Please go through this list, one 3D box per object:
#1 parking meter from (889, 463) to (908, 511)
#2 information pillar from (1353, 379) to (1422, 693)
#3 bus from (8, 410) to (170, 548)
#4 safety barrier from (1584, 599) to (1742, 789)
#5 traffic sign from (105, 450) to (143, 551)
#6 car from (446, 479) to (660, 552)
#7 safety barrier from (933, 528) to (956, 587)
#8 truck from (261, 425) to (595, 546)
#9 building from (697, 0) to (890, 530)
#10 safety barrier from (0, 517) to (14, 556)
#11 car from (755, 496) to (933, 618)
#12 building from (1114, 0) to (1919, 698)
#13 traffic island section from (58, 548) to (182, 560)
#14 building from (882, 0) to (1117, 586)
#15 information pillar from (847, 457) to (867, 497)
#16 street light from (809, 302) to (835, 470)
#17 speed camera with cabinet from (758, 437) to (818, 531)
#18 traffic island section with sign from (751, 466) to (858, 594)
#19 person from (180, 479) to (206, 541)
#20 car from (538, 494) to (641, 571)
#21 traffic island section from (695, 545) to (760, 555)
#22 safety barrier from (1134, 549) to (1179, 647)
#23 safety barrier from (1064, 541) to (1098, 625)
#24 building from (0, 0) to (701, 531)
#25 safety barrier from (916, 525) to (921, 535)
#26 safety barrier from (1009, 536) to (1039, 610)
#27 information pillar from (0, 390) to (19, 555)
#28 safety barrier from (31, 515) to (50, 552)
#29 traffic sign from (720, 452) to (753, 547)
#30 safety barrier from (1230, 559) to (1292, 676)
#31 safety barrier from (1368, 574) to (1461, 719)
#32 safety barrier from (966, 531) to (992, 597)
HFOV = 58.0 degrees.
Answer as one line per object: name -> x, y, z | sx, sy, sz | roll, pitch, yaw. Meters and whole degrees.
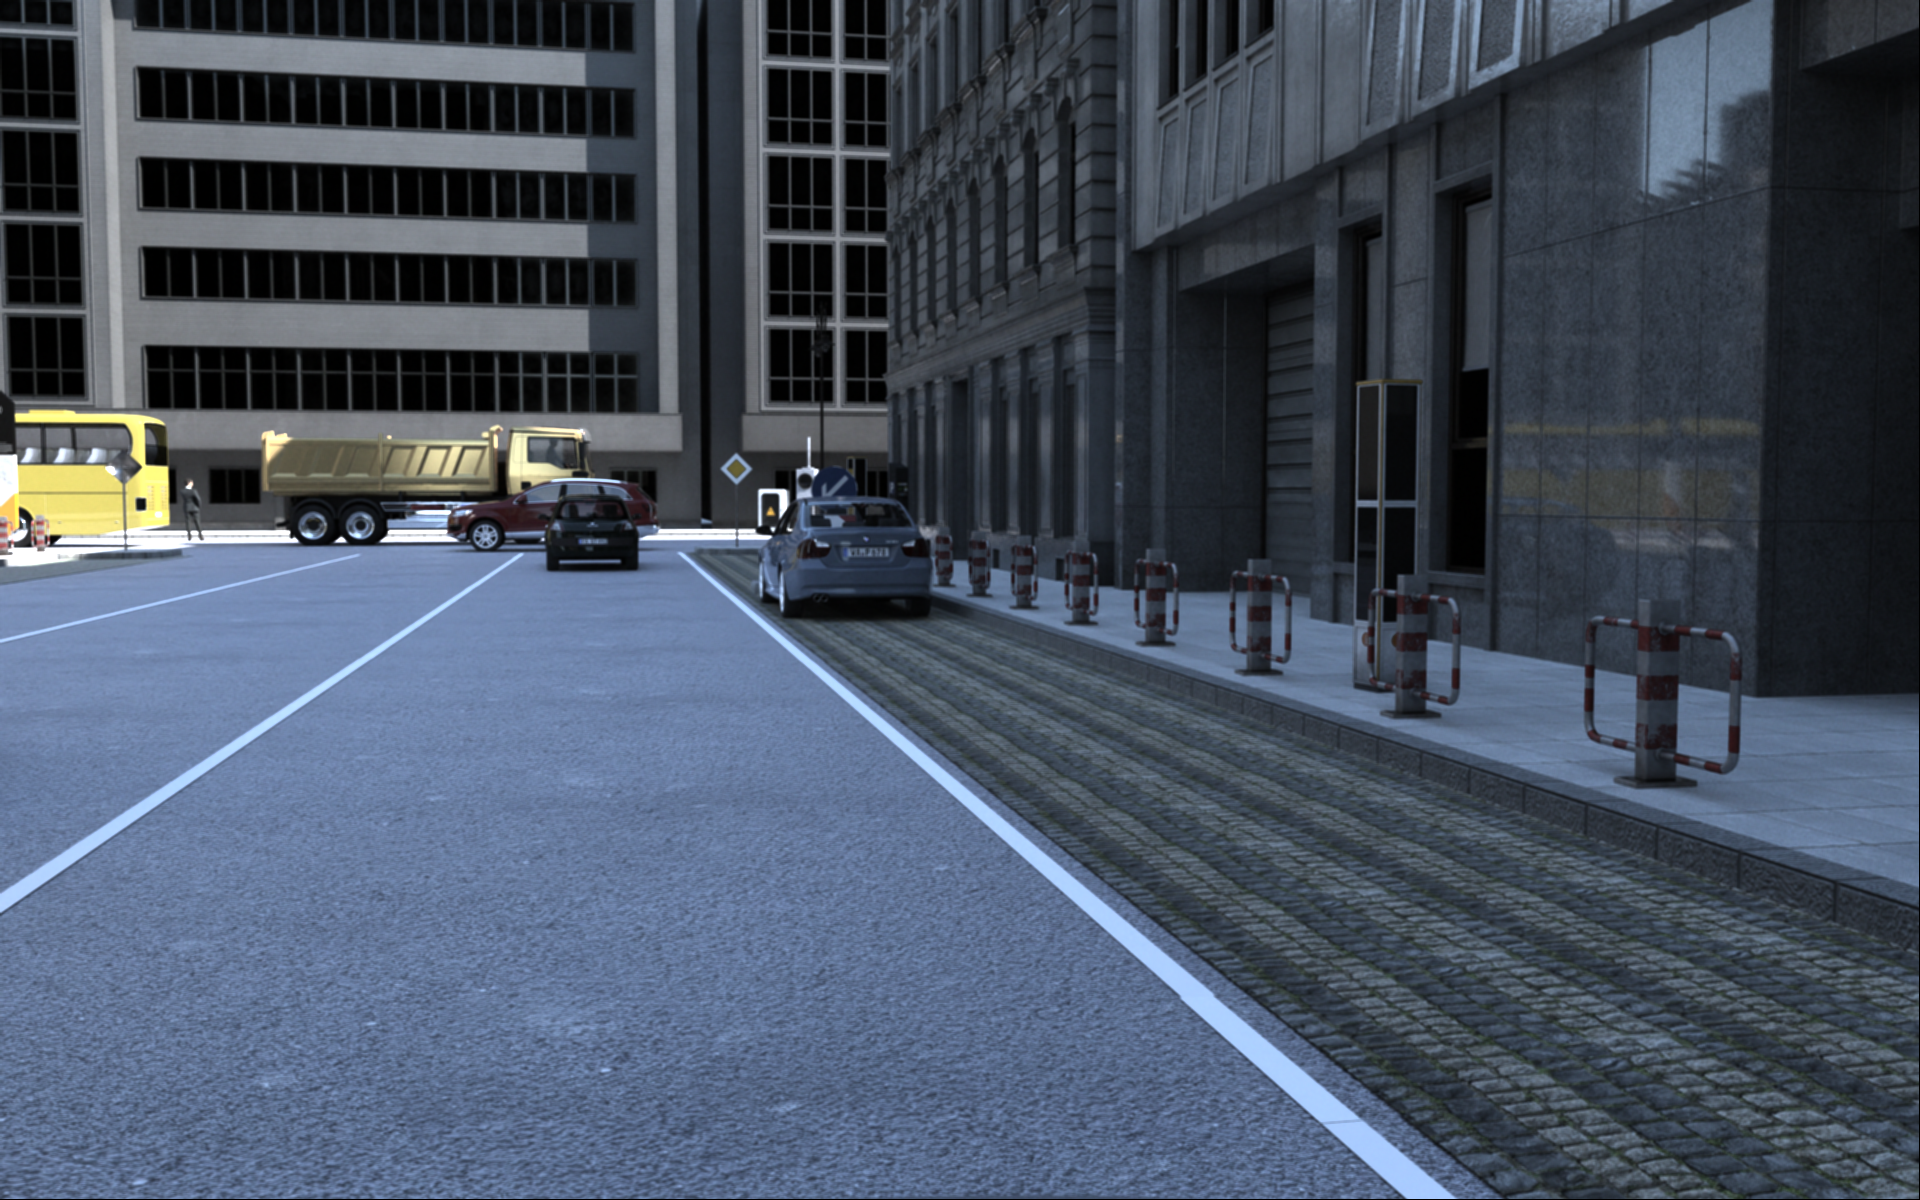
parking meter -> -1.140, -1.616, 32.136 | 0.255, 1.863, 0.399 | -2, 4, -27
information pillar -> 2.781, -0.416, 11.291 | 0.304, 2.012, 0.304 | -1, 4, -20
bus -> -27.996, -3.351, 46.328 | 12.252, 3.916, 2.896 | -1, 4, -10
safety barrier -> 3.069, 0.407, 7.622 | 0.300, 0.817, 1.120 | -1, 4, -11
traffic sign -> -18.871, -2.170, 39.123 | 0.795, 2.450, 0.064 | -1, 4, -11
car -> -10.327, -2.168, 44.118 | 5.304, 1.827, 2.281 | -1, 4, -11
safety barrier -> -0.222, -0.594, 23.992 | 0.300, 0.817, 1.120 | -1, 4, -11
truck -> -14.581, -3.283, 49.606 | 9.791, 3.379, 3.469 | -1, 4, -13
building -> 1.652, -16.863, 69.221 | 24.014, 27.812, 14.314 | -1, 4, -11
safety barrier -> -19.765, -1.315, 35.779 | 0.300, 0.817, 1.120 | -1, 4, -11
car -> -1.469, -0.572, 21.353 | 2.014, 1.417, 4.499 | -1, 4, -11
building -> 9.934, -11.997, 14.180 | 12.078, 24.808, 19.932 | -1, 4, -11
traffic island section -> -18.893, -1.034, 39.180 | 2.009, 0.180, 2.903 | -1, 4, -11
building -> 4.570, -11.247, 33.038 | 9.793, 20.994, 18.267 | -1, 4, -11
information pillar -> -2.035, -1.824, 34.315 | 0.304, 2.012, 0.304 | -2, 4, -30
street light -> -3.330, -4.219, 41.769 | 0.468, 5.910, 1.993 | -1, 4, -11
speed camera with cabinet -> -5.988, -4.038, 60.359 | 2.038, 3.252, 0.660 | 1, 4, 9
traffic island section with sign -> -2.027, -1.016, 25.246 | 1.989, 1.847, 2.006 | -1, 4, -11
person -> -23.463, -2.756, 52.916 | 0.648, 1.900, 0.474 | 0, 4, -7
car -> -7.225, -1.473, 33.875 | 2.009, 1.686, 4.222 | -1, 4, -13
traffic island section -> -5.371, -1.199, 41.886 | 2.009, 0.180, 2.903 | -1, 4, -11
safety barrier -> 1.656, -0.023, 14.650 | 0.300, 0.817, 1.120 | -1, 4, -11
safety barrier -> 1.188, -0.166, 16.988 | 0.300, 0.817, 1.120 | -1, 4, -11
building -> -25.110, -15.022, 64.669 | 30.058, 24.678, 14.314 | -1, 4, -11
safety barrier -> -0.696, -0.737, 26.325 | 0.300, 0.817, 1.120 | -1, 4, -11
safety barrier -> 0.715, -0.309, 19.321 | 0.300, 0.817, 1.120 | -1, 4, -11
information pillar -> -20.235, -2.772, 36.673 | 0.504, 3.616, 0.183 | 0, 4, 5
safety barrier -> -20.239, -1.458, 38.118 | 0.300, 0.817, 1.120 | -1, 4, -11
traffic sign -> -5.392, -2.334, 41.805 | 0.795, 2.450, 0.064 | -1, 4, -11
safety barrier -> 2.127, 0.120, 12.309 | 0.300, 0.817, 1.120 | -1, 4, -11
safety barrier -> 2.598, 0.264, 9.965 | 0.300, 0.817, 1.120 | -1, 4, -11
safety barrier -> 0.242, -0.451, 21.655 | 0.300, 0.817, 1.120 | -1, 4, -11
